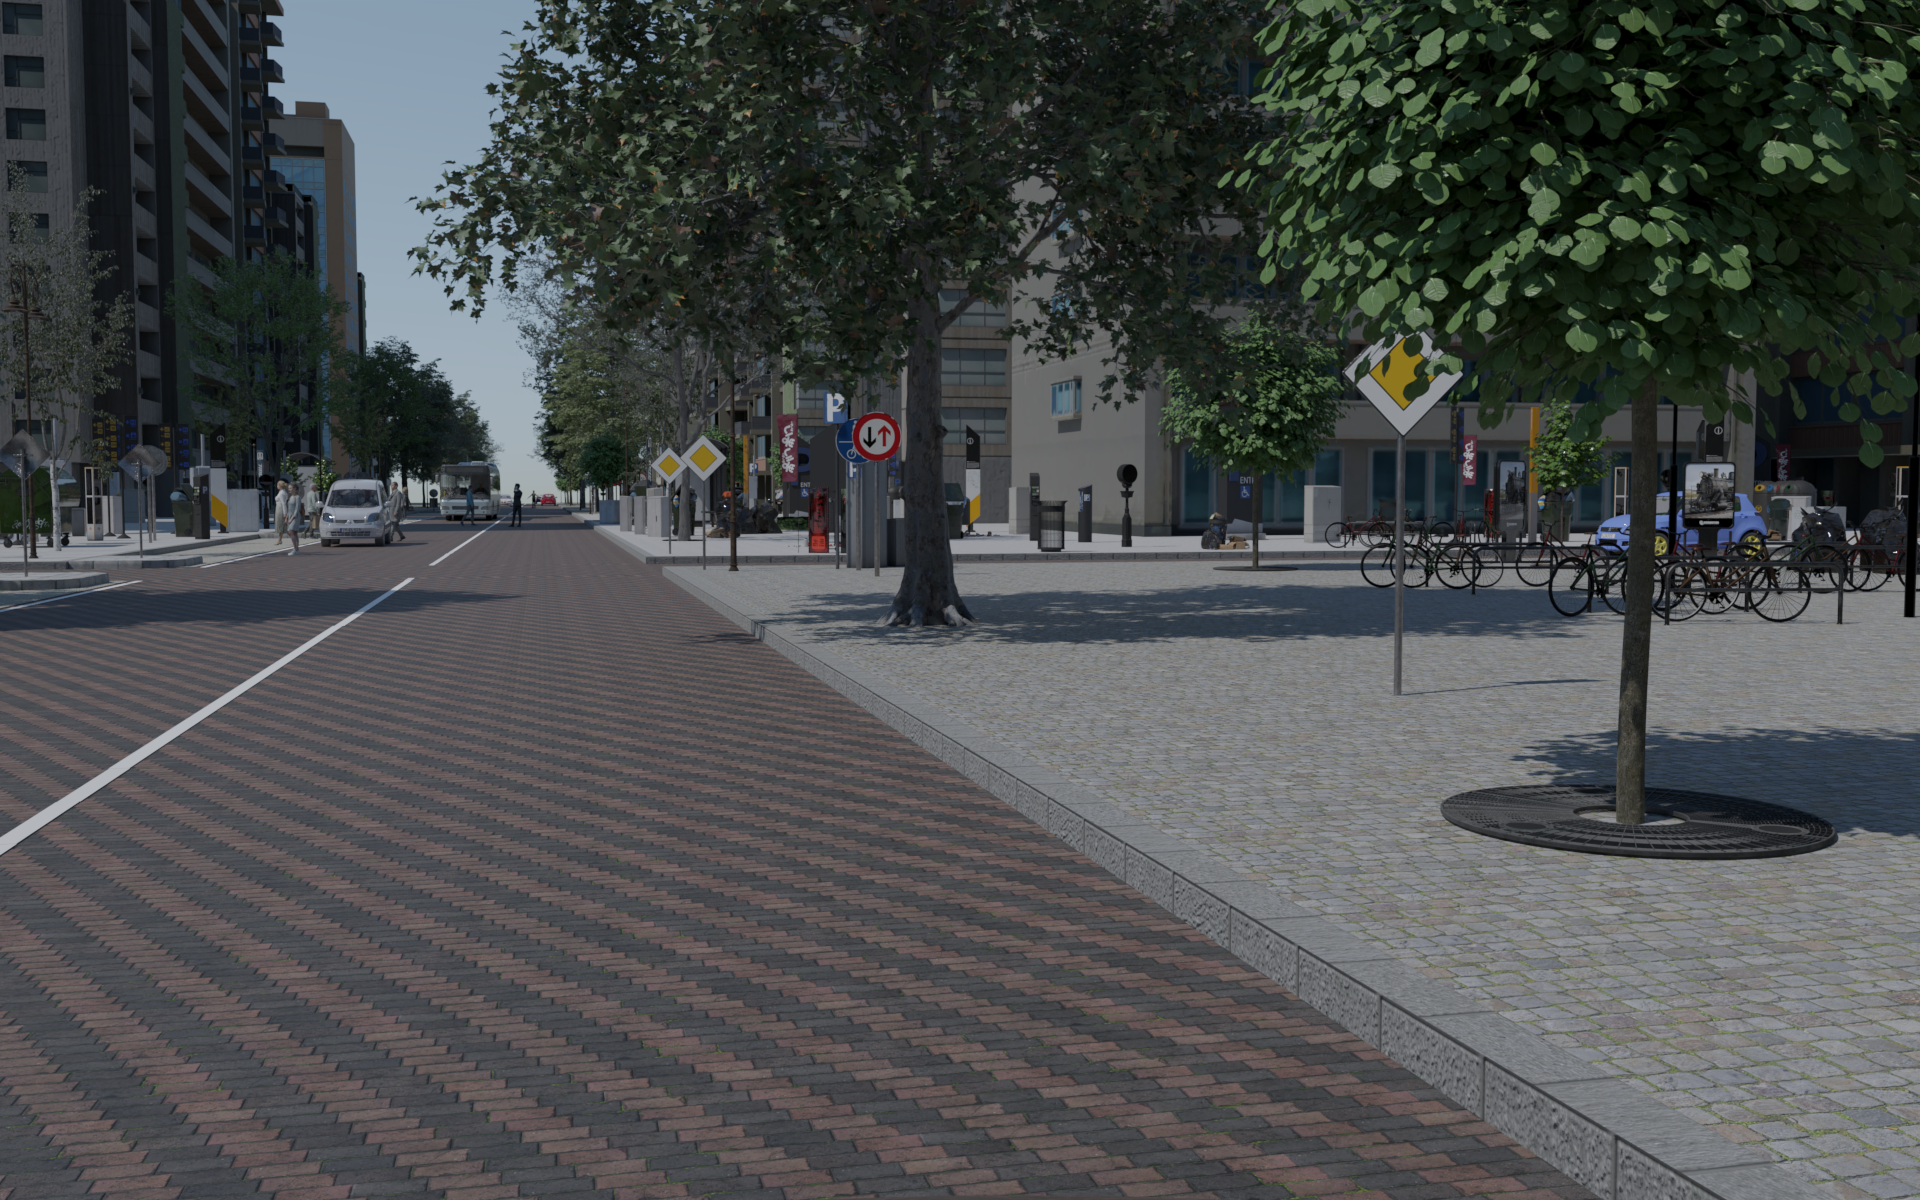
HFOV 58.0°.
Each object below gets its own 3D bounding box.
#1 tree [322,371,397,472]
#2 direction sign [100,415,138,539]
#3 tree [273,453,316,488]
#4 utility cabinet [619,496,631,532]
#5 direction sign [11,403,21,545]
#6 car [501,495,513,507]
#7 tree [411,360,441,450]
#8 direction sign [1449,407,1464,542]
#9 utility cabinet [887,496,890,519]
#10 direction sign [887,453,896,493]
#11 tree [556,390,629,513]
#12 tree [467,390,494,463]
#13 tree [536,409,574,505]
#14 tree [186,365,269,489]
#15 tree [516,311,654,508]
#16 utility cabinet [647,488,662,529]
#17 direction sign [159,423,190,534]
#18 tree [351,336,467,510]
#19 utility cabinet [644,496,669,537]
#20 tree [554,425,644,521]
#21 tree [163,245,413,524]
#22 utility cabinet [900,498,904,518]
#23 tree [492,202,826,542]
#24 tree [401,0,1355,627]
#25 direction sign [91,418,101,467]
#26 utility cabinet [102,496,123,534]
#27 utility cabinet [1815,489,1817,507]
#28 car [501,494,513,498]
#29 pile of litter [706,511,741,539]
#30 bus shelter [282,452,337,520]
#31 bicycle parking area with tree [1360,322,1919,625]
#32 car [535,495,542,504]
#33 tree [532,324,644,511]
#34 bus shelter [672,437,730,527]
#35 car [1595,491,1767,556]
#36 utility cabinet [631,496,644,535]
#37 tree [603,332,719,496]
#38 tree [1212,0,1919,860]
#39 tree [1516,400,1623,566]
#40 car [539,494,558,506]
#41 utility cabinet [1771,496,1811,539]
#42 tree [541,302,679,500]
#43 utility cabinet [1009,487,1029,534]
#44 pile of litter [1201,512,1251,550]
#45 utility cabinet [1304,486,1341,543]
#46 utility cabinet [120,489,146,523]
[{"bbox_3d":[-36.469,-9.428,104.518,4.737,8.622,4.395,0,3,0],"label":"tree"},{"bbox_3d":[-24.090,-3.535,49.797,0.876,3.537,0.379,-3,5,-41],"label":"direction sign"},{"bbox_3d":[-31.277,-5.288,81.053,1.663,3.219,1.824,0,3,0],"label":"tree"},{"bbox_3d":[-11.516,-2.971,59.739,0.306,1.237,1.020,0,4,-4],"label":"utility cabinet"},{"bbox_3d":[-23.599,-3.137,43.288,0.379,3.537,0.876,-2,4,-25],"label":"direction sign"},{"bbox_3d":[-51.441,-11.201,195.494,2.083,1.381,4.827,-1,4,-13],"label":"car"},{"bbox_3d":[-40.786,-12.012,122.147,9.928,11.665,9.643,0,3,0],"label":"tree"},{"bbox_3d":[12.863,-3.235,44.883,0.379,3.537,0.876,3,4,37],"label":"direction sign"},{"bbox_3d":[-2.845,-2.893,58.470,1.020,1.237,0.306,-3,5,-40],"label":"utility cabinet"},{"bbox_3d":[-3.262,-5.251,77.856,0.876,3.537,0.379,2,4,25],"label":"direction sign"},{"bbox_3d":[-24.005,-10.059,114.834,4.737,8.622,4.395,0,3,0],"label":"tree"},{"bbox_3d":[-54.354,-16.813,181.543,9.857,13.997,8.962,0,3,0],"label":"tree"},{"bbox_3d":[-44.584,-16.617,197.444,9.928,11.665,9.643,0,3,0],"label":"tree"},{"bbox_3d":[-40.080,-8.879,95.536,4.737,8.622,4.395,0,3,0],"label":"tree"},{"bbox_3d":[-33.588,-18.310,155.264,12.611,20.169,13.585,0,3,0],"label":"tree"},{"bbox_3d":[-10.919,-3.249,61.800,0.318,1.500,1.173,-1,4,-22],"label":"utility cabinet"},{"bbox_3d":[-25.199,-3.891,55.616,0.876,3.537,0.379,-2,4,-30],"label":"direction sign"},{"bbox_3d":[-44.392,-14.172,138.368,9.857,13.997,8.962,0,3,0],"label":"tree"},{"bbox_3d":[-8.991,-2.474,51.603,0.306,1.237,1.020,-2,4,-33],"label":"utility cabinet"},{"bbox_3d":[-16.742,-6.009,81.966,4.285,4.588,4.351,0,3,0],"label":"tree"},{"bbox_3d":[-29.236,-9.042,73.585,9.928,11.665,9.643,0,3,0],"label":"tree"},{"bbox_3d":[-1.741,-3.576,67.143,1.173,1.500,0.318,-2,4,-30],"label":"utility cabinet"},{"bbox_3d":[-7.371,-8.348,46.853,12.009,13.543,11.850,0,3,0],"label":"tree"},{"bbox_3d":[-0.436,-6.102,16.780,9.611,12.733,9.660,0,3,0],"label":"tree"},{"bbox_3d":[-25.669,-3.681,52.181,0.379,3.537,0.876,3,4,37],"label":"direction sign"},{"bbox_3d":[-27.186,-2.717,55.581,0.306,1.237,1.020,-3,5,-43],"label":"utility cabinet"},{"bbox_3d":[31.102,-3.339,63.271,0.318,1.500,1.173,2,4,30],"label":"utility cabinet"},{"bbox_3d":[-54.655,-12.109,207.764,2.009,1.686,4.222,-1,4,-14],"label":"car"},{"bbox_3d":[-6.981,-2.257,50.867,1.176,0.858,1.719,1,4,15],"label":"pile of litter"},{"bbox_3d":[-32.533,-5.671,86.643,2.014,3.302,5.546,-1,4,-14],"label":"bus shelter"},{"bbox_3d":[9.545,-2.049,20.506,9.016,4.147,8.231,1,4,9],"label":"bicycle parking area with tree"},{"bbox_3d":[-62.471,-15.031,258.331,1.945,1.354,3.894,-1,4,-15],"label":"car"},{"bbox_3d":[-27.415,-13.689,130.466,9.857,13.997,8.962,0,3,0],"label":"tree"},{"bbox_3d":[-9.717,-4.322,64.592,2.014,3.302,5.546,-1,4,-14],"label":"bus shelter"},{"bbox_3d":[16.141,-1.792,38.888,3.694,1.707,1.945,-1,4,-14],"label":"car"},{"bbox_3d":[-10.230,-2.701,55.324,0.306,1.237,1.020,0,4,-6],"label":"utility cabinet"},{"bbox_3d":[-9.723,-6.539,57.275,4.360,8.622,3.978,0,3,0],"label":"tree"},{"bbox_3d":[2.625,-1.396,6.547,4.285,4.588,4.351,0,3,0],"label":"tree"},{"bbox_3d":[10.376,-2.151,29.775,1.663,3.219,1.824,0,3,0],"label":"tree"},{"bbox_3d":[-49.722,-12.244,209.227,2.155,1.783,4.494,-1,4,-14],"label":"car"},{"bbox_3d":[23.669,-2.336,49.357,0.306,1.237,1.020,-3,4,-36],"label":"utility cabinet"},{"bbox_3d":[-17.952,-10.534,90.353,7.486,12.596,7.792,0,3,0],"label":"tree"},{"bbox_3d":[2.000,-2.840,55.109,0.318,1.500,1.173,3,4,36],"label":"utility cabinet"},{"bbox_3d":[6.281,-1.623,40.498,1.719,0.858,1.176,-3,5,-44],"label":"pile of litter"},{"bbox_3d":[9.548,-2.255,45.541,1.173,1.500,0.318,-3,5,-40],"label":"utility cabinet"},{"bbox_3d":[-36.684,-4.160,76.698,1.173,1.500,0.318,1,4,14],"label":"utility cabinet"}]
